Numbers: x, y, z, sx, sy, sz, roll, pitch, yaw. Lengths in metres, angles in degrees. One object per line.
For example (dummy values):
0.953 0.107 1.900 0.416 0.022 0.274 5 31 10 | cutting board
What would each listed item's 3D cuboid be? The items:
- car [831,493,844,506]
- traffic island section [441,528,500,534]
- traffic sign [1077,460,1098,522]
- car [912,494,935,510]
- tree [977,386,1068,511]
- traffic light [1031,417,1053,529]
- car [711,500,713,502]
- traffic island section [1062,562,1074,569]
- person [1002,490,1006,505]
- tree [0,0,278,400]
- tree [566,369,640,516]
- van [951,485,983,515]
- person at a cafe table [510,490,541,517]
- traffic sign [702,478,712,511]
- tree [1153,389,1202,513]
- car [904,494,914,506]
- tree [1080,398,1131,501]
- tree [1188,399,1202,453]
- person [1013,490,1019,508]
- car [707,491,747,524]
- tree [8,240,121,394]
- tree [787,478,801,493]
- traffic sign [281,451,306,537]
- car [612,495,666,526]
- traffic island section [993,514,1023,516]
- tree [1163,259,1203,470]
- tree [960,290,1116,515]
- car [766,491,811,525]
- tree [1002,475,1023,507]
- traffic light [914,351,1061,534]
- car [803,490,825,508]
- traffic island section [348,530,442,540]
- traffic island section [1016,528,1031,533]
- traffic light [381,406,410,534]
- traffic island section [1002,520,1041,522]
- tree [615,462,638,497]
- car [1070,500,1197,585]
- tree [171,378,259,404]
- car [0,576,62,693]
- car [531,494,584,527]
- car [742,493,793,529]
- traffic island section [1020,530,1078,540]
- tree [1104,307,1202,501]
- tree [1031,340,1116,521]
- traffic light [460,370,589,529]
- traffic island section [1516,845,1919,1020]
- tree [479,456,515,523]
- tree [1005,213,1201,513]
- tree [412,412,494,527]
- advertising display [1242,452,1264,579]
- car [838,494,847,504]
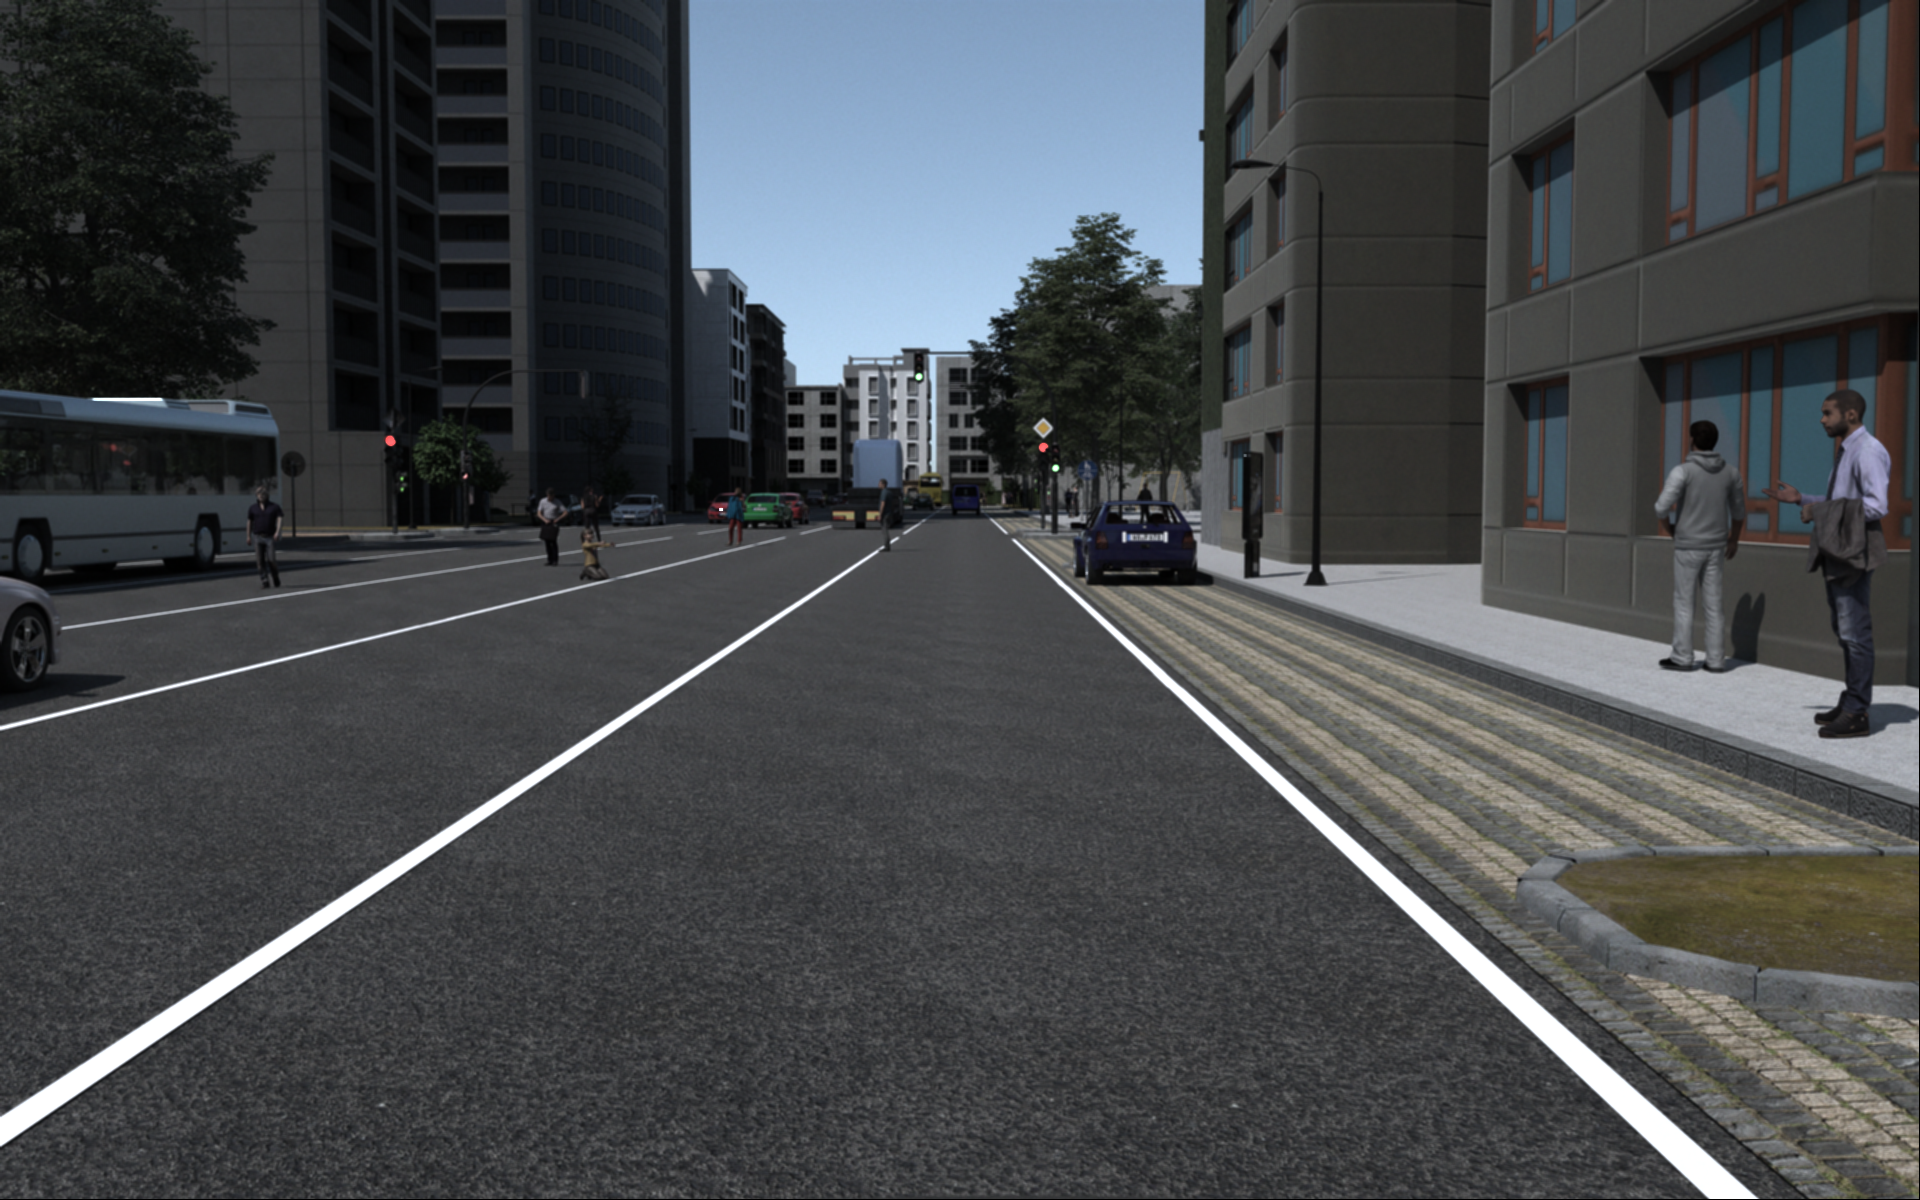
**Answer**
-11.250 -9.583 165.715 2.155 1.783 4.494 0 4 1 | car
-18.134 -2.527 63.594 2.009 0.180 2.903 0 3 0 | traffic island section
4.754 -3.947 64.643 0.768 2.556 0.104 0 4 8 | traffic sign
-3.270 -8.687 153.836 2.131 1.459 4.920 0 4 0 | car
5.491 -12.164 133.297 8.767 10.594 7.601 -1 4 -8 | tree
3.028 -4.557 63.429 0.839 4.253 0.868 0 3 0 | traffic light
-15.249 -6.332 113.320 2.009 1.686 4.222 0 4 -1 | car
2.997 -0.658 33.620 1.991 0.108 1.994 0 3 0 | traffic island section
5.128 -11.909 201.430 0.621 1.740 0.551 2 4 33 | person
-21.376 -8.267 41.818 9.857 13.997 8.962 0 3 0 | tree
-20.700 -9.253 101.656 4.360 8.622 3.978 0 3 0 | tree
0.437 -6.966 118.272 2.240 2.365 5.245 0 4 1 | van
-24.195 -5.379 96.454 1.622 1.524 1.698 -1 4 -16 | person at a cafe table
-19.668 -8.216 134.434 0.768 2.556 0.104 0 4 4 | traffic sign
15.419 -10.298 118.728 4.360 8.622 3.978 0 3 0 | tree
-6.646 -12.039 208.628 2.131 1.459 4.920 0 4 2 | car
9.981 -10.137 116.094 4.737 8.622 4.395 0 3 0 | tree
15.654 -9.516 105.942 4.737 8.622 4.395 0 3 0 | tree
5.294 -9.564 163.882 0.593 1.643 0.415 -1 4 -19 | person
-11.166 -4.610 84.412 2.155 1.783 4.494 0 4 0 | car
-25.818 -6.050 49.288 4.737 8.622 4.395 0 3 0 | tree
-20.025 -13.084 208.519 1.663 3.219 1.824 0 3 0 | tree
-19.830 -3.143 51.501 0.768 2.556 0.104 0 4 5 | traffic sign
-14.459 -4.048 78.185 2.014 1.417 4.499 0 4 2 | car
3.179 -5.656 115.343 1.991 0.108 1.994 0 3 0 | traffic island section
14.564 -10.786 83.005 9.857 13.997 8.962 0 3 0 | tree
5.113 -12.164 105.537 9.857 13.997 8.962 0 3 0 | tree
-8.175 -4.475 82.211 2.155 1.783 4.494 0 3 0 | car
5.235 -10.591 167.759 1.663 3.219 1.824 0 3 0 | tree
0.918 -4.932 55.307 4.771 5.953 1.251 0 3 0 | traffic light
-15.080 -10.469 179.835 2.281 1.827 5.304 0 4 -2 | car
-18.151 -2.038 55.609 2.009 0.180 2.903 0 3 0 | traffic island section
3.068 -2.524 63.543 2.009 0.180 2.903 0 3 0 | traffic island section
-18.111 -4.071 55.475 0.839 4.253 0.868 0 3 0 | traffic light
3.128 -3.996 88.207 1.991 0.108 1.994 0 3 0 | traffic island section
-20.557 -6.829 106.250 1.663 3.219 1.824 0 3 0 | tree
2.820 -0.969 28.422 1.945 1.354 3.894 0 4 -1 | car
-21.205 -4.002 49.154 4.285 4.588 4.351 0 3 0 | tree
-7.654 0.079 11.069 2.083 1.381 4.827 0 3 0 | car
-17.957 -4.136 77.407 2.009 1.686 4.222 0 4 -1 | car
-8.122 -3.930 73.044 1.959 1.807 4.718 0 4 2 | car
3.050 -2.035 55.558 2.009 0.180 2.903 0 3 0 | traffic island section
11.257 -10.300 94.161 9.928 11.665 9.643 0 3 0 | tree
5.471 -7.982 80.872 4.360 8.622 3.978 0 3 0 | tree
-16.002 -5.433 63.490 4.771 5.953 1.251 0 3 0 | traffic light
2.934 1.052 5.662 1.991 0.108 1.994 0 3 0 | traffic island section
-20.643 -4.979 76.005 1.663 3.219 1.824 0 3 0 | tree
5.324 -9.303 70.235 7.486 12.596 7.792 0 3 0 | tree
-20.240 -5.215 68.976 4.285 4.588 4.351 0 3 0 | tree
4.510 -1.313 26.684 0.123 1.923 0.974 1 4 21 | advertising display
-7.223 -6.613 117.169 2.155 1.783 4.494 0 4 0 | car
